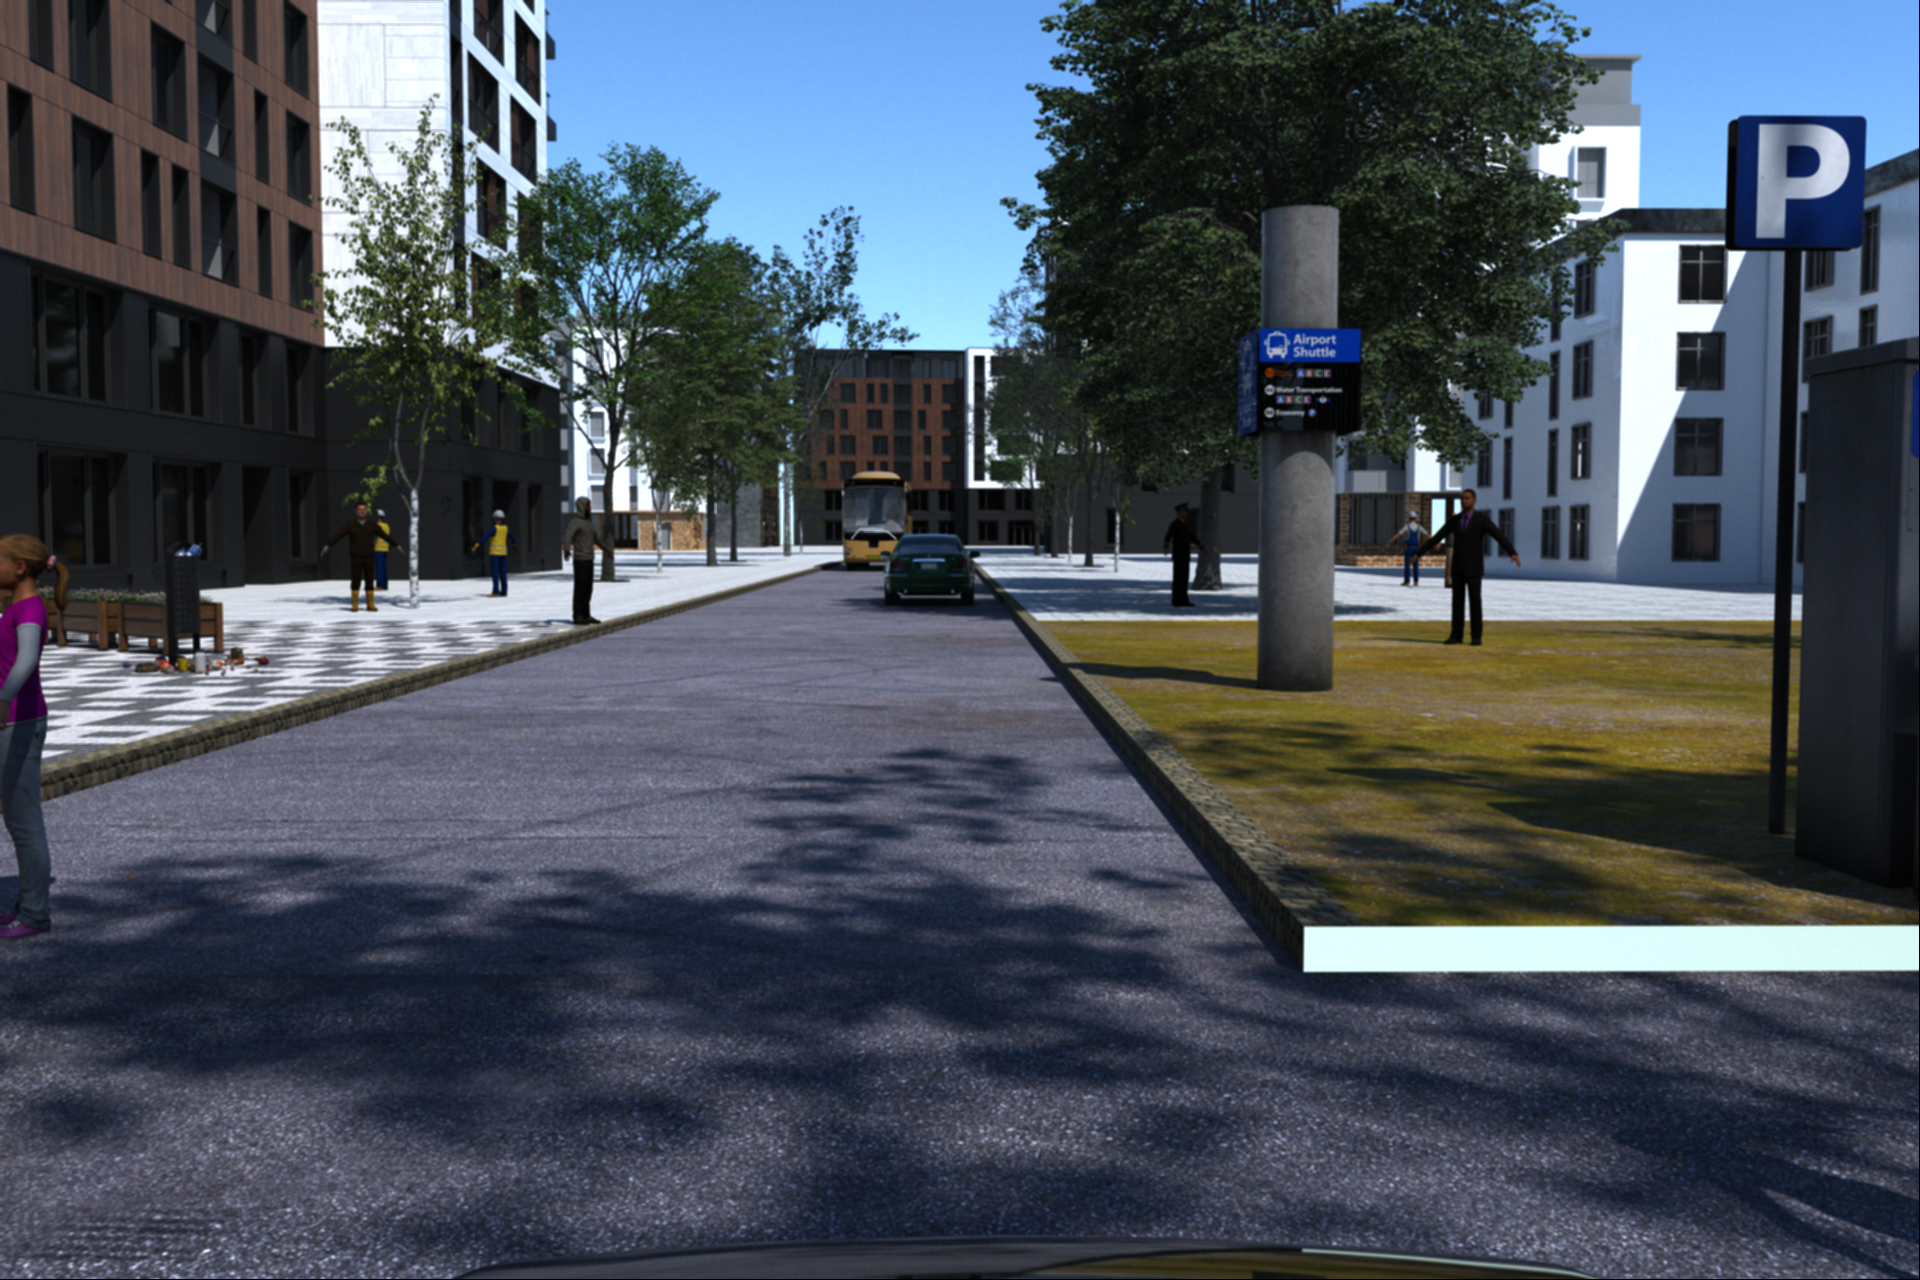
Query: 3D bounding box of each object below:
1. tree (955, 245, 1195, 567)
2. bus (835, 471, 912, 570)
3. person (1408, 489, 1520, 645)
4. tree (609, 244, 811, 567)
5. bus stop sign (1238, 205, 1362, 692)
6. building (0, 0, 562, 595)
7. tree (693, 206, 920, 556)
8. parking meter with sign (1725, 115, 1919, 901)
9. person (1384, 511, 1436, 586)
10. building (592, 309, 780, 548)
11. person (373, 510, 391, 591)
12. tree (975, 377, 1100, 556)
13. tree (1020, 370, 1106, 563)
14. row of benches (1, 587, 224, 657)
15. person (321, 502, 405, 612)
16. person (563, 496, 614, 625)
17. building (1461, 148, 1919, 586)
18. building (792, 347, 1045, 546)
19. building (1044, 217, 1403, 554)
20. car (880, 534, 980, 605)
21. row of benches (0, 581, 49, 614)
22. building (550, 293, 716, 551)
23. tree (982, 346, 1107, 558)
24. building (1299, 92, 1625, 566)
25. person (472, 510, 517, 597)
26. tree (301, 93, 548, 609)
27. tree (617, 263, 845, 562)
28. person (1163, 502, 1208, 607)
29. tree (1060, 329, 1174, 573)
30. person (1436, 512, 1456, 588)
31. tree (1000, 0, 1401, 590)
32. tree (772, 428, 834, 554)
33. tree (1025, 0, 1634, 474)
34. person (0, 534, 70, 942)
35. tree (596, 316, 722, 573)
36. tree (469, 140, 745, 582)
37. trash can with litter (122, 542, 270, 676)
[{"bbox_3d":[5.122,-9.592,67.192,12.009,13.543,11.850,0,3,0],"label":"tree"},{"bbox_3d":[-3.342,-4.904,71.723,2.896,3.916,12.252,0,4,-1],"label":"bus"},{"bbox_3d":[5.869,-0.848,20.083,1.346,1.802,0.704,3,5,40],"label":"person"},{"bbox_3d":[-9.706,-9.143,67.620,7.486,12.596,7.792,0,3,0],"label":"tree"},{"bbox_3d":[2.776,-1.543,14.250,0.837,3.901,0.837,0,4,-1],"label":"bus stop sign"},{"bbox_3d":[-27.904,-12.289,44.894,27.936,21.610,32.646,0,4,-1],"label":"building"},{"bbox_3d":[-8.580,-14.868,98.987,12.611,20.169,13.585,0,3,0],"label":"tree"},{"bbox_3d":[3.521,-0.627,6.510,0.543,3.016,1.738,0,4,-1],"label":"parking meter with sign"},{"bbox_3d":[11.190,-2.269,42.952,1.347,1.847,0.705,0,4,-8],"label":"person"},{"bbox_3d":[-28.026,-20.828,171.468,19.493,23.208,18.063,0,4,-1],"label":"building"},{"bbox_3d":[-13.197,-2.042,39.350,0.705,1.833,1.349,0,4,6],"label":"person"},{"bbox_3d":[4.686,-10.844,103.052,9.928,11.665,9.643,0,3,0],"label":"tree"},{"bbox_3d":[5.007,-7.785,77.647,4.360,8.622,3.978,0,3,0],"label":"tree"},{"bbox_3d":[-9.576,-0.248,19.519,4.104,0.672,1.422,3,4,39],"label":"row of benches"},{"bbox_3d":[-9.913,-1.382,28.737,1.346,1.812,0.704,-2,4,-29],"label":"person"},{"bbox_3d":[-5.326,-1.131,24.613,0.705,1.813,1.348,1,4,16],"label":"person"},{"bbox_3d":[21.558,-6.288,44.955,9.099,9.664,28.070,0,4,0],"label":"building"},{"bbox_3d":[-2.867,-21.732,201.742,32.646,21.610,27.936,0,4,-7],"label":"building"},{"bbox_3d":[19.976,-17.297,126.788,27.936,21.610,32.646,0,4,0],"label":"building"},{"bbox_3d":[-0.627,-1.498,36.296,2.131,1.459,4.920,0,4,-1],"label":"car"},{"bbox_3d":[-14.048,-0.457,22.927,1.422,0.672,4.104,1,4,22],"label":"row of benches"},{"bbox_3d":[-25.867,-17.084,135.741,16.016,20.090,11.380,0,4,0],"label":"building"},{"bbox_3d":[5.040,-10.270,93.669,9.928,11.665,9.643,0,3,0],"label":"tree"},{"bbox_3d":[20.373,-13.711,80.594,16.016,20.090,11.380,0,4,-1],"label":"building"},{"bbox_3d":[-9.491,-1.771,35.413,0.721,1.772,1.216,2,4,30],"label":"person"},{"bbox_3d":[-9.358,-4.861,29.833,4.737,8.622,4.395,0,3,0],"label":"tree"},{"bbox_3d":[-10.319,-10.307,78.889,12.009,13.543,11.850,0,3,0],"label":"tree"},{"bbox_3d":[3.944,-1.512,30.652,0.705,1.837,1.347,3,5,40],"label":"person"},{"bbox_3d":[5.455,-6.542,57.322,4.737,8.622,4.395,0,3,0],"label":"tree"},{"bbox_3d":[11.716,-2.133,41.144,1.348,1.796,0.705,-2,4,-35],"label":"person"},{"bbox_3d":[5.687,-8.119,39.405,9.857,13.997,8.962,0,3,0],"label":"tree"},{"bbox_3d":[-10.186,-9.823,110.973,4.360,8.622,3.978,0,3,0],"label":"tree"},{"bbox_3d":[5.822,-7.411,27.818,9.857,13.997,8.962,0,3,0],"label":"tree"},{"bbox_3d":[-3.428,0.338,6.196,0.599,1.433,0.991,-2,4,-29],"label":"person"},{"bbox_3d":[-9.923,-6.525,57.049,4.360,8.622,3.978,0,3,0],"label":"tree"},{"bbox_3d":[-9.299,-7.359,46.081,9.928,11.665,9.643,0,3,0],"label":"tree"},{"bbox_3d":[-7.223,-0.348,16.748,1.678,1.210,2.233,0,4,1],"label":"trash can with litter"}]
